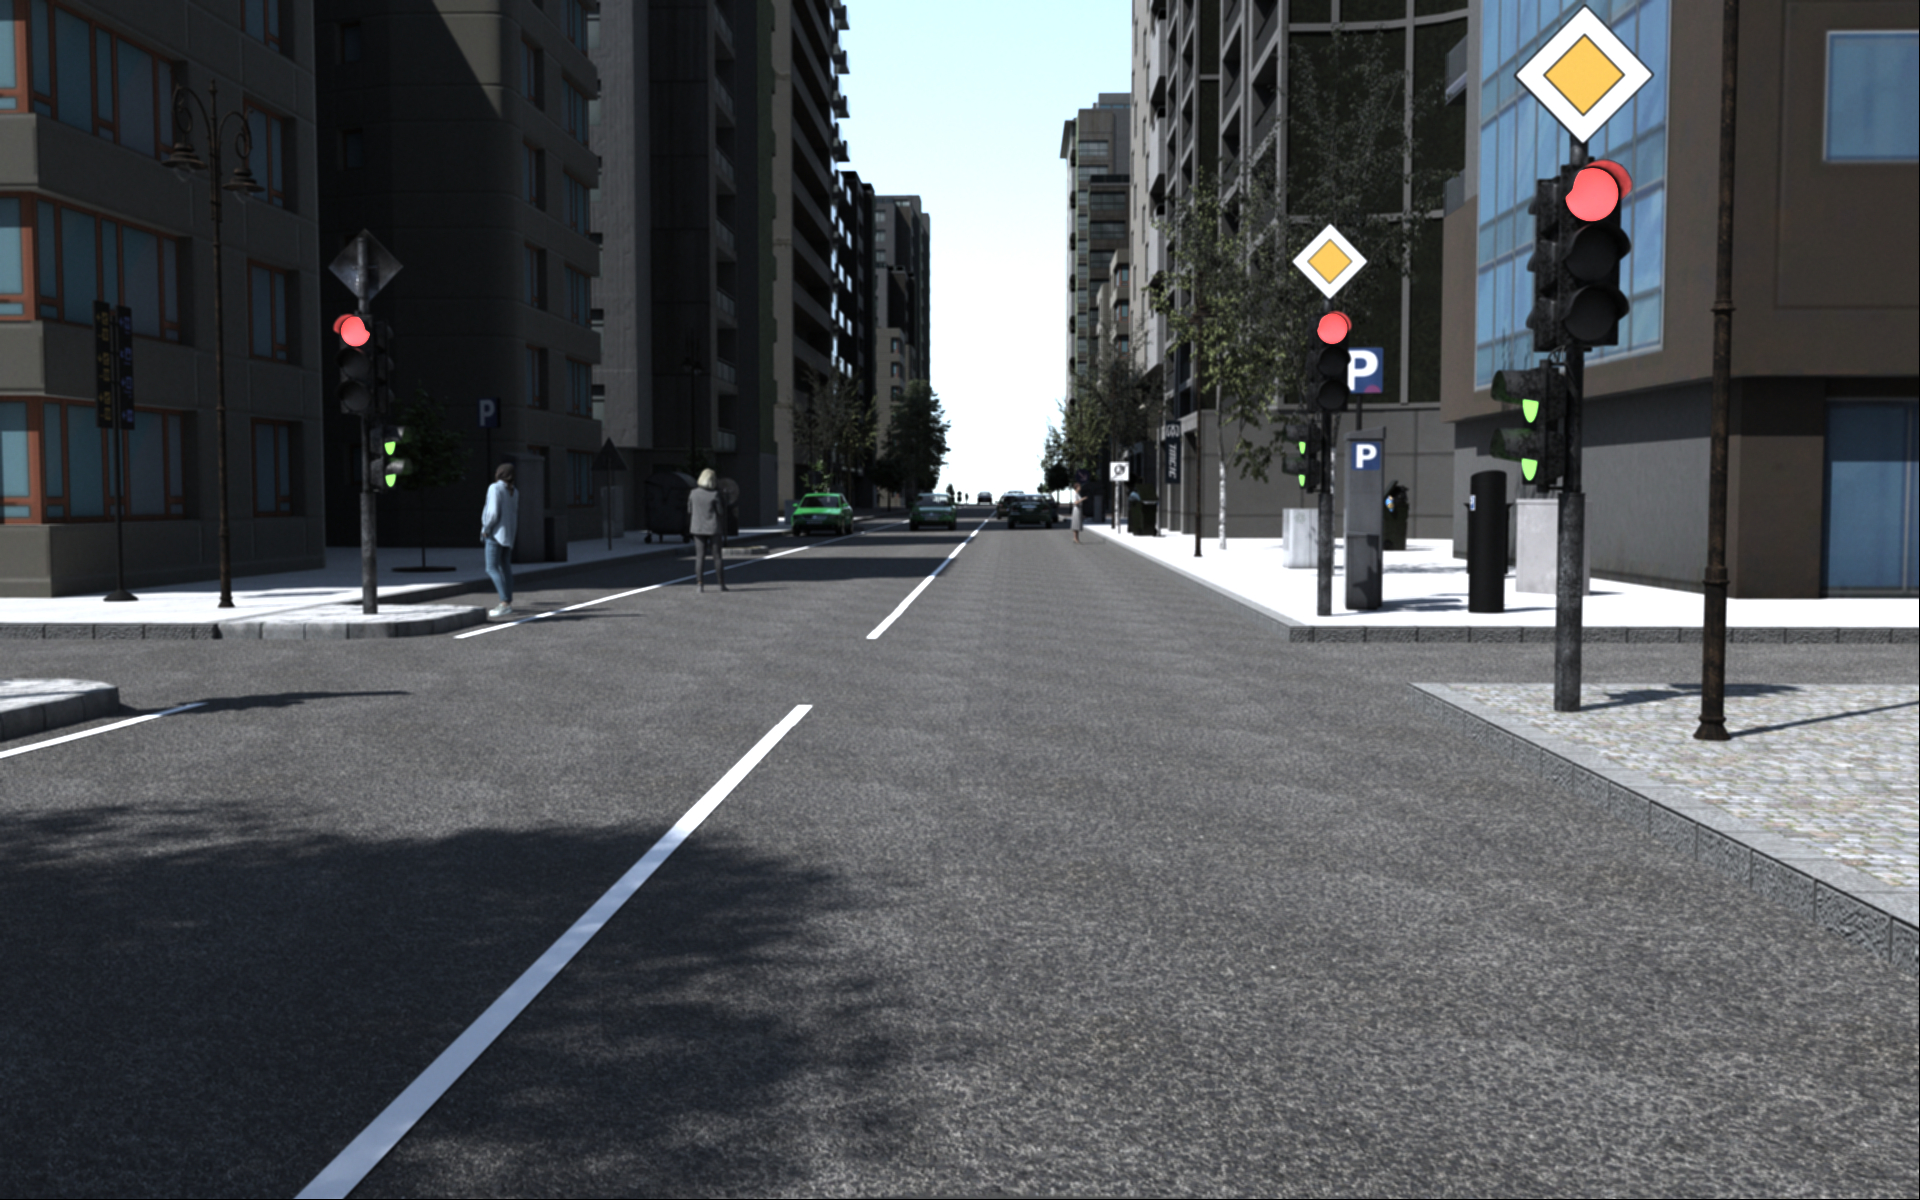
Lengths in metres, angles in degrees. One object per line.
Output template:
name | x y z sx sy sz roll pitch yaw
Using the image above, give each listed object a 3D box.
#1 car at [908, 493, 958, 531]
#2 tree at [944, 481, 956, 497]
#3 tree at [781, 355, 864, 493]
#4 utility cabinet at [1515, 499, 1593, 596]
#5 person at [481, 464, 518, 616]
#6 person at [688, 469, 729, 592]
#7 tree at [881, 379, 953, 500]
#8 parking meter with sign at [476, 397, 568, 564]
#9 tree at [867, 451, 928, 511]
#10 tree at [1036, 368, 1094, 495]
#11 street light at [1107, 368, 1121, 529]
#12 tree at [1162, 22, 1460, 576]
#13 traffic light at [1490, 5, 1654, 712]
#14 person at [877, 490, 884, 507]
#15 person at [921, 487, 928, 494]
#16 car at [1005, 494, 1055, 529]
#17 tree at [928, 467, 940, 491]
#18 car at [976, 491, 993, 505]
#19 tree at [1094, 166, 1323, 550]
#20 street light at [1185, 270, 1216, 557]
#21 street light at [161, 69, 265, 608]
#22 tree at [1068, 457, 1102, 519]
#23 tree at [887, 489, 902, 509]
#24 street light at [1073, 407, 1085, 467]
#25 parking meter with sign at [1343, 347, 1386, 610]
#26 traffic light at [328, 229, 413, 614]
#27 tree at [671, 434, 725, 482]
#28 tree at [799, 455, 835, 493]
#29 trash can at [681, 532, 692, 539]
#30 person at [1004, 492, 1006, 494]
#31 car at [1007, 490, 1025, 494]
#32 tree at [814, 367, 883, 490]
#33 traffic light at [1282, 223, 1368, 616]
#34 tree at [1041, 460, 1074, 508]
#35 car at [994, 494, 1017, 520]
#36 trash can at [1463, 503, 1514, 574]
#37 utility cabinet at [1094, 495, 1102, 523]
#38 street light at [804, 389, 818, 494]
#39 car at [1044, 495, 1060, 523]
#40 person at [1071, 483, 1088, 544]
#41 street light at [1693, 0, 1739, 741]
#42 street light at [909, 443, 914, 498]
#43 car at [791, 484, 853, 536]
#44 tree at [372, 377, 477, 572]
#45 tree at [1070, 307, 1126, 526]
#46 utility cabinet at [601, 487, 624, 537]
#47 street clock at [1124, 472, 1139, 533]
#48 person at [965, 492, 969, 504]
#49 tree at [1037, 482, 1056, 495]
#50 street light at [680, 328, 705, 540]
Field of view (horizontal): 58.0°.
car | -1.064 -3.675 68.882 1.959 1.807 4.718 0 4 1
tree | -1.290 -15.669 250.789 1.663 3.219 1.824 0 3 0
tree | -7.132 -8.586 90.743 4.360 8.622 3.978 0 3 0
utility cabinet | 7.598 -0.674 22.182 0.306 1.237 1.020 -2 4 -26
person | -5.431 -0.720 20.539 0.793 1.790 0.793 -1 4 -16
person | -3.722 -1.027 25.467 0.537 1.800 0.526 1 4 22
tree | -4.007 -15.413 170.134 7.486 12.596 7.792 0 3 0
parking meter with sign | -8.062 -2.190 32.074 0.543 3.016 1.738 2 4 34
tree | -5.377 -9.019 131.168 4.285 4.588 4.351 0 3 0
tree | 7.431 -9.160 100.123 4.737 8.622 4.395 0 3 0
street light | 5.664 -5.568 63.818 0.468 5.910 1.993 0 4 2
tree | 5.606 -4.689 27.035 4.360 8.622 3.978 0 3 0
traffic light | 3.574 -1.297 10.135 0.839 4.253 0.868 0 4 2
person | -8.250 -10.117 173.548 1.348 1.869 0.705 -1 4 -23
person | -1.685 -4.528 82.874 0.623 1.781 0.721 -2 4 -27
car | 2.944 -3.726 72.713 2.131 1.459 4.920 0 4 3
tree | -3.731 -12.675 190.944 4.285 4.588 4.351 0 3 0
car | 3.362 -13.835 234.879 2.281 1.827 5.304 0 4 1
tree | 6.272 -5.456 39.560 4.737 8.622 4.395 0 3 0
street light | 4.874 -3.823 35.293 0.468 5.910 1.993 0 4 2
street light | -8.308 -2.853 19.435 0.468 5.910 1.993 0 4 2
tree | 6.451 -5.857 90.368 1.663 3.219 1.824 0 3 0
tree | -5.398 -9.404 148.352 1.663 3.219 1.824 0 3 0
street light | 6.465 -7.319 92.452 0.468 5.910 1.993 0 4 2
parking meter with sign | 4.614 -1.445 19.884 0.543 3.016 1.738 1 4 10
traffic light | -6.291 -1.803 18.406 0.839 4.253 0.868 0 4 2
tree | -8.592 -3.759 56.059 1.663 3.219 1.824 0 3 0
tree | -6.787 -5.508 84.654 1.663 3.219 1.824 0 3 0
trash can | -7.768 -2.350 50.078 0.748 1.137 0.748 0 3 0
person | 5.752 -13.013 221.925 0.551 1.740 0.621 -2 4 -26
car | 5.208 -9.381 162.047 2.281 1.827 5.304 0 4 1
tree | -6.503 -9.074 98.727 4.737 8.622 4.395 0 3 0
traffic light | 3.816 -1.786 18.116 0.839 4.253 0.868 0 4 2
tree | 9.031 -10.791 160.145 4.285 4.588 4.351 0 3 0
car | 2.947 -5.391 97.931 2.009 1.686 4.222 0 4 2
trash can | 8.095 -0.912 26.560 0.748 1.137 0.748 0 3 0
utility cabinet | 6.116 -4.014 76.792 0.306 1.237 1.020 1 4 10
street light | -6.588 -6.344 76.509 0.468 5.910 1.993 0 4 2
car | 4.115 -4.673 88.405 2.014 1.417 4.499 0 4 1
person | 3.467 -2.503 49.987 0.524 1.755 0.480 1 4 17
street light | 3.944 -2.209 8.906 0.468 5.910 1.993 0 4 2
street light | -4.216 -10.996 152.567 0.468 5.910 1.993 0 4 2
car | -4.807 -3.178 60.748 1.959 1.807 4.718 0 4 3
tree | -9.034 -2.087 28.717 1.663 3.219 1.824 0 3 0
tree | 6.513 -7.256 68.995 4.360 8.622 3.978 0 3 0
utility cabinet | -10.243 -2.587 50.972 0.318 1.500 1.173 -2 4 -30
street clock | 5.673 -3.233 57.435 0.471 2.002 0.358 1 4 23
person | 0.965 -14.064 238.983 0.617 1.759 0.750 -1 4 -16
tree | 12.010 -14.701 234.956 1.663 3.219 1.824 0 3 0
street light | -7.440 -4.621 48.336 0.468 5.910 1.993 0 4 2
